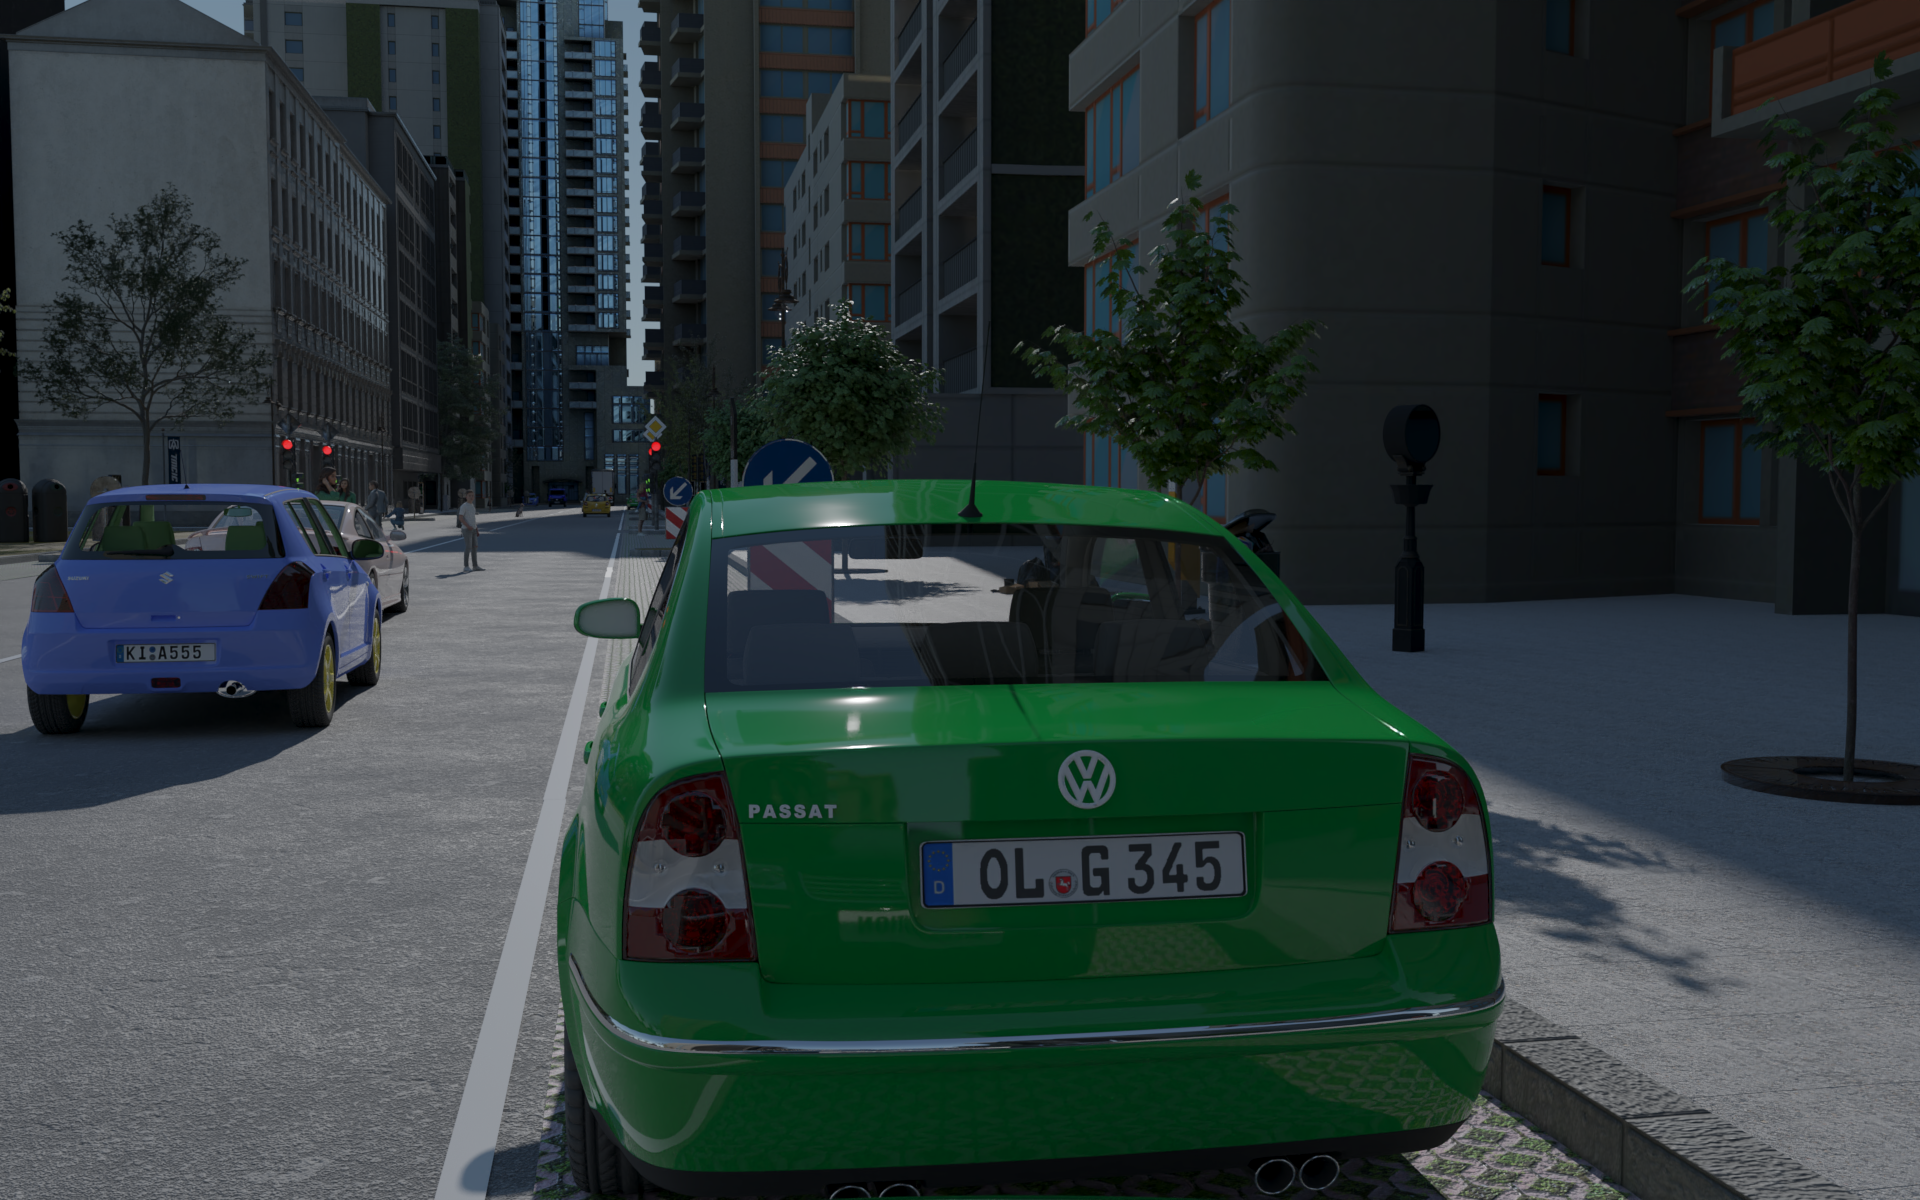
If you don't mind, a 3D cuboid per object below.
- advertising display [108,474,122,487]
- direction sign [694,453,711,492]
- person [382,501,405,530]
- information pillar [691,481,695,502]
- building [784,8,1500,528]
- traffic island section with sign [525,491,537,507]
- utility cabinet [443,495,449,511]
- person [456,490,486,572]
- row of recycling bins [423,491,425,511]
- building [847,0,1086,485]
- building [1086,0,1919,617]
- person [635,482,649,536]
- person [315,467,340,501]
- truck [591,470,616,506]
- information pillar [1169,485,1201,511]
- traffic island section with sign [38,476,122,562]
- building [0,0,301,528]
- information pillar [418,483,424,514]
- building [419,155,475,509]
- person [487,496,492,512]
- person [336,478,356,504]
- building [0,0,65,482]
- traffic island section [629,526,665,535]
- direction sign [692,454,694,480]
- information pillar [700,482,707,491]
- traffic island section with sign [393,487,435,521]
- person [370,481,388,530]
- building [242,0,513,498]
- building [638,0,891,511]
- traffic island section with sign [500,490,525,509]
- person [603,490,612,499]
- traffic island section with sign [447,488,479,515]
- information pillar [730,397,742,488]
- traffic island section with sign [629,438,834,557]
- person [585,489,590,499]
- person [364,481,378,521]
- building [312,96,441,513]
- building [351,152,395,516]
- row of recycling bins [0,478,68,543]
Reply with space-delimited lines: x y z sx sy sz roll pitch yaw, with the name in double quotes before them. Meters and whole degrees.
"advertising display" -27.973 -3.190 57.366 0.123 1.923 0.974 -1 4 -8
"direction sign" -14.272 -6.414 96.860 0.379 3.537 0.876 3 4 38
"person" -22.480 -3.359 68.926 1.012 1.151 0.738 -3 5 -40
"information pillar" -14.566 -5.484 94.159 0.304 2.012 0.304 -1 4 -12
"building" 6.829 -14.840 87.670 28.899 21.520 27.650 -1 4 -11
"traffic island section with sign" -48.600 -11.366 194.457 1.989 1.847 2.006 -1 4 -11
"utility cabinet" -39.381 -7.433 132.698 0.306 1.237 1.020 -1 4 -10
"person" -9.079 -1.286 32.128 0.523 1.515 0.503 -1 4 -15
"row of recycling bins" -41.740 -7.460 129.078 3.534 1.692 1.069 -1 4 -18
"building" 7.538 -37.181 46.168 20.563 71.187 20.611 -1 4 -11
"building" 18.065 -10.481 16.407 27.650 21.520 28.899 -1 4 -11
"person" -10.858 -3.104 59.231 0.573 1.828 0.580 -2 4 -35
"person" -8.535 -0.896 23.398 0.529 1.795 0.600 0 4 -1
"truck" -41.921 -13.135 203.677 2.839 4.237 11.283 -1 4 -10
"information pillar" 2.402 -1.654 18.403 0.183 3.616 0.504 3 5 43
"traffic island section with sign" -18.500 -1.756 37.332 1.989 1.847 2.006 -1 4 -11
"building" -33.043 -13.829 75.258 9.793 20.994 18.267 -1 4 -11
"information pillar" -34.217 -6.448 109.918 0.304 2.012 0.304 -1 4 -18
"building" -49.102 -22.924 146.503 14.160 30.474 14.107 -1 4 -11
"person" -38.599 -7.879 141.998 0.373 1.253 0.362 -2 4 -24
"person" -14.163 -1.907 39.934 0.600 1.795 0.529 -1 4 -15
"building" -45.767 -14.633 68.922 15.834 23.373 12.332 -1 4 -11
"traffic island section" -10.868 -2.442 62.201 2.009 0.180 2.903 -1 4 -11
"direction sign" -14.929 -6.535 98.846 0.876 3.537 0.379 2 4 25
"information pillar" -15.148 -5.980 102.266 0.304 2.012 0.304 1 4 10
"traffic island section with sign" -28.973 -5.101 92.021 1.989 1.847 2.006 -1 4 -11
"person" -17.304 -2.620 51.438 0.391 1.810 0.635 1 4 18
"building" -67.264 -40.360 201.891 28.212 58.520 21.231 -1 4 -11
"building" -12.923 -29.144 131.135 22.147 44.769 28.867 -1 4 -11
"traffic island section with sign" -43.522 -9.746 167.982 1.989 1.847 2.006 -1 4 -11
"person" -37.066 -10.575 181.035 1.348 1.869 0.705 -1 4 -15
"traffic island section with sign" -34.172 -6.760 119.151 1.989 1.847 2.006 -1 4 -11
"information pillar" -5.458 -3.088 41.840 0.183 3.616 0.504 -1 4 -17
"traffic island section with sign" -1.468 -0.275 13.128 1.989 1.847 2.006 -1 4 -11
"person" -27.384 -7.240 127.138 0.793 1.790 0.793 2 4 32
"person" -16.026 -2.333 46.921 0.573 1.790 0.520 -2 4 -29
"building" -42.707 -19.563 113.362 14.314 27.812 24.014 -1 4 -11
"building" -36.684 -14.922 93.126 9.793 20.994 18.267 -1 4 -11
"row of recycling bins" -25.485 -2.352 45.571 3.534 1.692 1.069 -2 4 -35
